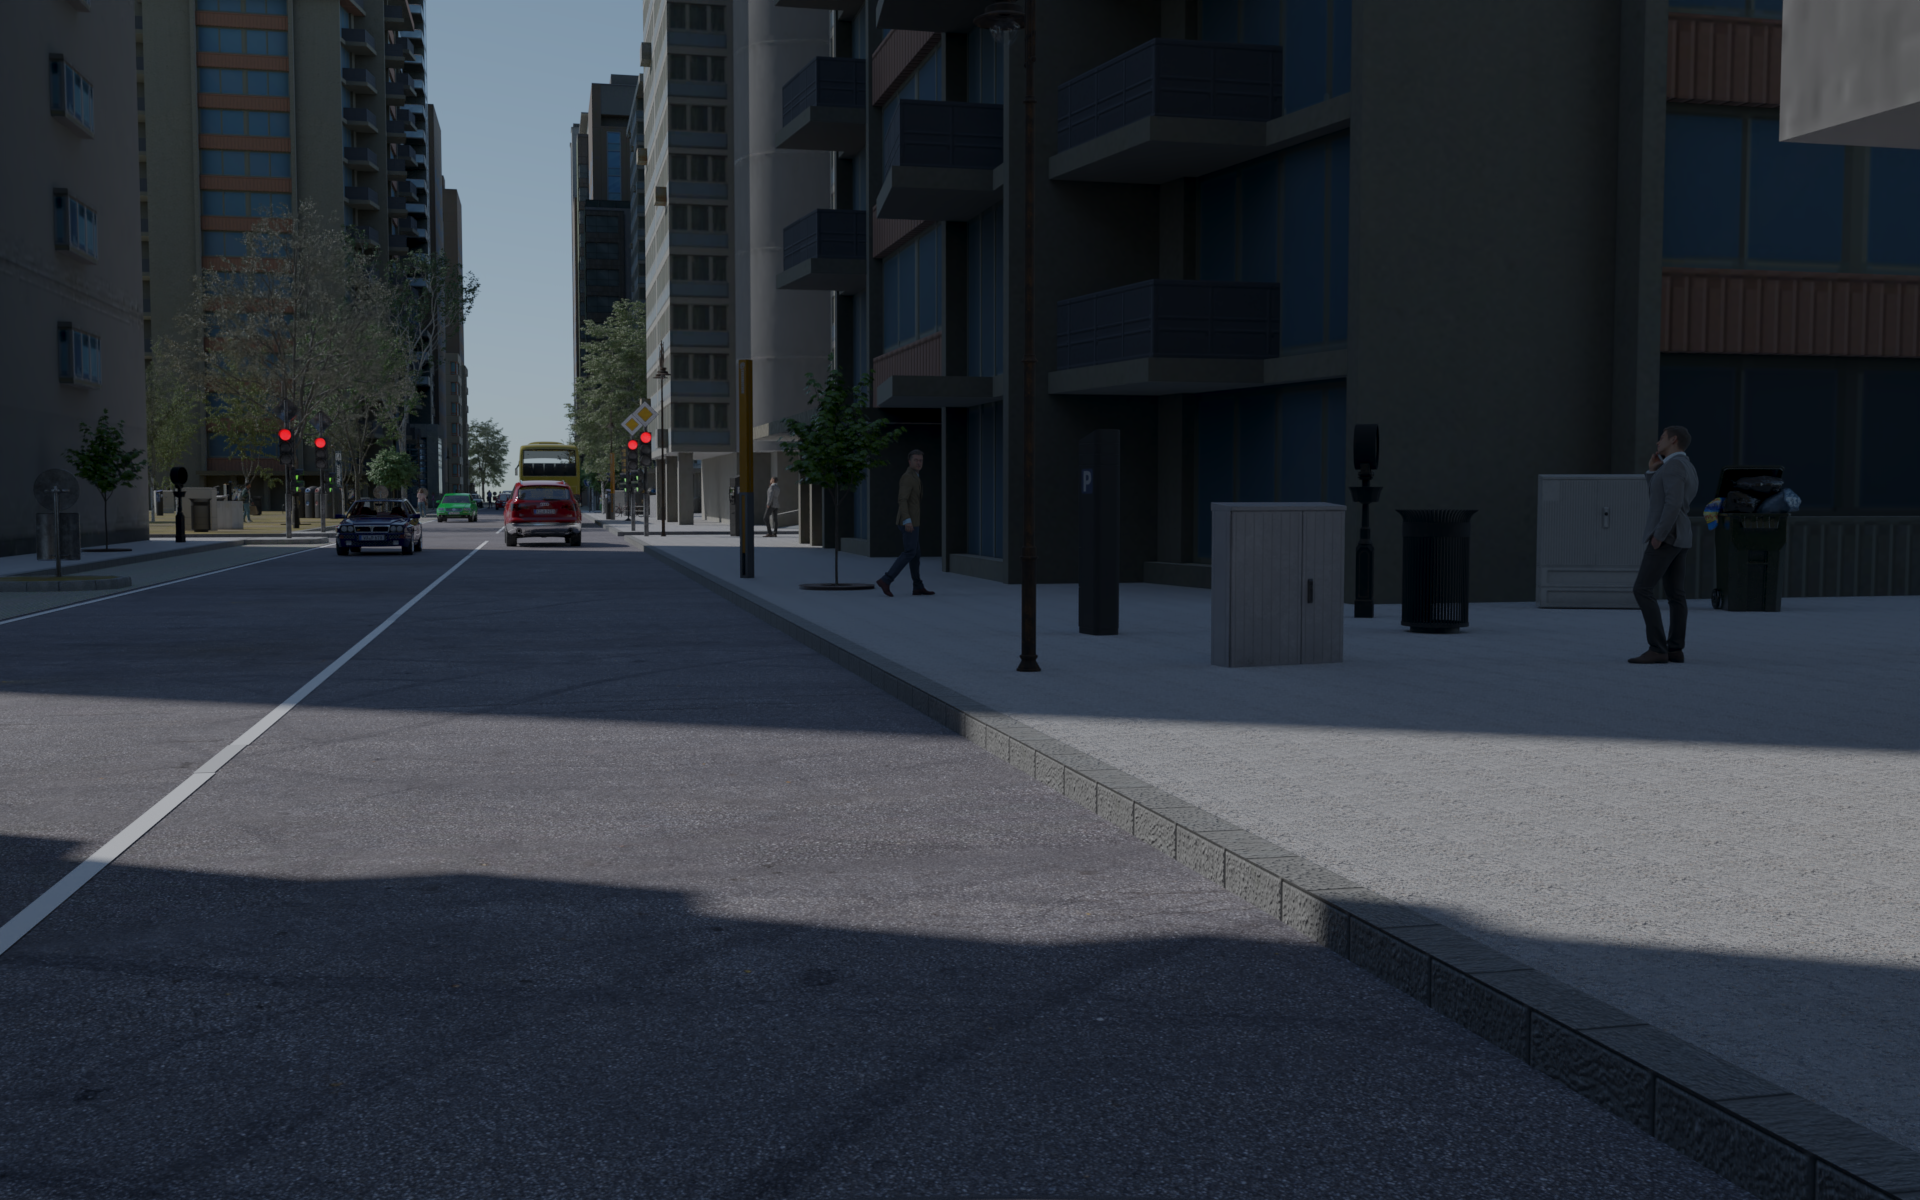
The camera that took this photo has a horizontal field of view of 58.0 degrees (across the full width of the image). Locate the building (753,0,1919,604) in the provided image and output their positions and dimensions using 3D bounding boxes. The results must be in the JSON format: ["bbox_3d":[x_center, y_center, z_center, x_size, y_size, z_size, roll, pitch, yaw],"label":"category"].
[{"bbox_3d":[8.102,-23.175,33.531,22.147,44.769,28.867,-1,4,-13],"label":"building"}]

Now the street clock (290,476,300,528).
[{"bbox_3d":[-24.790,-3.673,64.632,0.358,2.002,0.471,-3,4,-36],"label":"street clock"}]

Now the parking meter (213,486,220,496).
[{"bbox_3d":[-53.152,-7.225,123.835,0.255,1.863,0.399,3,4,38],"label":"parking meter"}]

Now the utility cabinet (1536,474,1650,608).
[{"bbox_3d":[7.073,-0.651,19.329,1.173,1.500,0.318,1,4,9],"label":"utility cabinet"}]

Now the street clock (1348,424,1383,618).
[{"bbox_3d":[4.201,-0.818,17.947,0.358,2.002,0.471,1,4,18],"label":"street clock"}]

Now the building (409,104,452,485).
[{"bbox_3d":[-65.162,-33.229,193.398,14.600,45.320,14.200,-1,4,-13],"label":"building"}]

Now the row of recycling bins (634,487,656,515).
[{"bbox_3d":[-18.656,-6.142,107.533,3.534,1.692,1.069,-2,4,-24],"label":"row of recycling bins"}]

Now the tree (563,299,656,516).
[{"bbox_3d":[-19.087,-11.175,100.843,7.486,12.596,7.792,0,3,0],"label":"tree"}]

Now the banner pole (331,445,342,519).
[{"bbox_3d":[-31.673,-5.992,87.987,0.863,3.779,0.401,2,4,27],"label":"banner pole"}]

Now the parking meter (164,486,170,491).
[{"bbox_3d":[-57.379,-7.321,125.409,0.399,1.863,0.255,2,4,33],"label":"parking meter"}]

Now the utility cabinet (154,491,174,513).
[{"bbox_3d":[-52.200,-6.416,113.583,0.318,1.500,1.173,3,5,43],"label":"utility cabinet"}]

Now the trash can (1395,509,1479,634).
[{"bbox_3d":[4.417,-0.271,16.084,0.748,1.137,0.748,0,3,0],"label":"trash can"}]

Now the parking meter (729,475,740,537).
[{"bbox_3d":[-6.767,-2.858,52.437,0.255,1.863,0.399,3,5,41],"label":"parking meter"}]

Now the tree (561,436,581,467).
[{"bbox_3d":[-47.641,-16.127,214.036,4.737,8.622,4.395,0,3,0],"label":"tree"}]

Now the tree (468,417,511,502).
[{"bbox_3d":[-78.816,-23.172,285.511,9.857,13.997,8.962,0,3,0],"label":"tree"}]

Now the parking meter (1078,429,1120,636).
[{"bbox_3d":[1.268,-0.619,15.837,0.255,1.863,0.399,-1,4,-22],"label":"parking meter"}]

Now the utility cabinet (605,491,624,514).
[{"bbox_3d":[-22.255,-6.302,111.709,1.173,1.500,0.318,0,4,1],"label":"utility cabinet"}]

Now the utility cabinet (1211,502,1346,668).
[{"bbox_3d":[2.406,-0.117,13.069,1.020,1.237,0.306,-2,4,-23],"label":"utility cabinet"}]

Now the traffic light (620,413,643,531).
[{"bbox_3d":[-11.390,-4.358,60.170,0.839,4.253,0.868,-1,4,-13],"label":"traffic light"}]

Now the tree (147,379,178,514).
[{"bbox_3d":[-49.439,-9.678,108.594,4.737,8.622,4.395,0,3,0],"label":"tree"}]

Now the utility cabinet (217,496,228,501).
[{"bbox_3d":[-28.758,-3.408,66.889,1.020,1.237,0.306,2,4,25],"label":"utility cabinet"}]

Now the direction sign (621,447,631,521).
[{"bbox_3d":[-15.865,-5.552,82.770,0.876,3.537,0.379,3,4,37],"label":"direction sign"}]

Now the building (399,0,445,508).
[{"bbox_3d":[-62.471,-52.402,169.437,22.319,86.520,31.000,-1,4,-13],"label":"building"}]

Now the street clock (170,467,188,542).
[{"bbox_3d":[-20.688,-2.529,45.917,0.358,2.002,0.471,1,4,9],"label":"street clock"}]

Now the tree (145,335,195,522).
[{"bbox_3d":[-37.430,-7.900,79.525,4.360,8.622,3.978,0,3,0],"label":"tree"}]

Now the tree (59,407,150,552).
[{"bbox_3d":[-18.951,-2.696,38.676,1.663,3.219,1.824,0,3,0],"label":"tree"}]

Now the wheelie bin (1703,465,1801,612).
[{"bbox_3d":[8.718,-0.680,19.024,0.980,1.594,0.693,0,4,8],"label":"wheelie bin"}]

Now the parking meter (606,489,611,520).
[{"bbox_3d":[-17.641,-4.816,87.154,0.372,1.533,0.369,0,3,0],"label":"parking meter"}]

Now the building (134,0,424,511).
[{"bbox_3d":[-56.247,-29.777,141.477,22.147,44.769,28.867,-1,4,-13],"label":"building"}]

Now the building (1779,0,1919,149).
[{"bbox_3d":[9.366,-19.418,1.081,14.154,41.232,14.086,-1,4,-13],"label":"building"}]

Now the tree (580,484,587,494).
[{"bbox_3d":[-40.282,-11.555,183.530,1.663,3.219,1.824,0,3,0],"label":"tree"}]

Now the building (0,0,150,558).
[{"bbox_3d":[-30.300,-25.093,33.979,21.600,48.544,21.300,-1,4,-13],"label":"building"}]

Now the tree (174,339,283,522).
[{"bbox_3d":[-33.147,-7.952,80.374,4.737,8.622,4.395,0,3,0],"label":"tree"}]

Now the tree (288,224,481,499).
[{"bbox_3d":[-40.828,-16.338,123.011,12.611,20.169,13.585,0,3,0],"label":"tree"}]

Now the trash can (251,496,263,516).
[{"bbox_3d":[-42.085,-5.622,103.579,0.748,1.137,0.748,0,3,0],"label":"trash can"}]

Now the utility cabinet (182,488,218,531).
[{"bbox_3d":[-26.146,-3.113,59.581,1.173,1.500,0.318,1,4,15],"label":"utility cabinet"}]

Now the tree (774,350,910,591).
[{"bbox_3d":[-1.739,-1.769,23.531,1.663,3.219,1.824,0,3,0],"label":"tree"}]

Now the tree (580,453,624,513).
[{"bbox_3d":[-28.463,-9.310,135.932,4.285,4.588,4.351,0,3,0],"label":"tree"}]

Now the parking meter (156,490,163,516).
[{"bbox_3d":[-47.234,-5.737,102.212,0.372,1.533,0.369,0,3,0],"label":"parking meter"}]

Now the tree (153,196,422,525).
[{"bbox_3d":[-27.575,-9.860,71.573,12.009,13.543,11.850,0,3,0],"label":"tree"}]

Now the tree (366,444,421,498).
[{"bbox_3d":[-36.864,-7.894,112.775,4.285,4.588,4.351,0,3,0],"label":"tree"}]

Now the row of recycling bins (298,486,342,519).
[{"bbox_3d":[-33.999,-5.172,91.682,3.534,1.692,1.069,2,4,33],"label":"row of recycling bins"}]

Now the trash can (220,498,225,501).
[{"bbox_3d":[-27.539,-3.204,64.039,0.748,1.137,0.748,0,3,0],"label":"trash can"}]

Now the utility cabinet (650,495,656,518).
[{"bbox_3d":[-16.369,-5.039,93.553,0.306,1.237,1.020,-3,5,-42],"label":"utility cabinet"}]

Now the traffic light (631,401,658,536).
[{"bbox_3d":[-9.528,-3.883,52.404,0.839,4.253,0.868,-1,4,-13],"label":"traffic light"}]

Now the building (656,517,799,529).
[{"bbox_3d":[-2.052,-23.647,78.508,23.993,40.220,32.217,-1,4,-13],"label":"building"}]

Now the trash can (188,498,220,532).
[{"bbox_3d":[-25.608,-2.860,58.411,0.748,1.137,0.748,0,3,0],"label":"trash can"}]

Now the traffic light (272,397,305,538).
[{"bbox_3d":[-19.406,-3.737,50.028,0.839,4.253,0.868,-1,4,-13],"label":"traffic light"}]

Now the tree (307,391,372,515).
[{"bbox_3d":[-38.065,-9.556,106.610,4.360,8.622,3.978,0,3,0],"label":"tree"}]

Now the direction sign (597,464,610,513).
[{"bbox_3d":[-23.607,-7.513,114.835,0.876,3.537,0.379,-1,4,-22],"label":"direction sign"}]

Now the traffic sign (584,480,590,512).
[{"bbox_3d":[-26.115,-7.461,122.085,0.768,2.556,0.104,0,4,-6],"label":"traffic sign"}]

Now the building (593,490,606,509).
[{"bbox_3d":[-16.883,-28.420,156.555,32.217,40.220,23.993,-1,4,-13],"label":"building"}]

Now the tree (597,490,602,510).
[{"bbox_3d":[-28.733,-8.860,139.454,1.663,3.219,1.824,0,3,0],"label":"tree"}]

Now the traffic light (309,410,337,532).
[{"bbox_3d":[-21.268,-4.212,57.794,0.839,4.253,0.868,-1,4,-13],"label":"traffic light"}]

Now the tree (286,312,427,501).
[{"bbox_3d":[-34.059,-10.522,97.791,9.928,11.665,9.643,0,3,0],"label":"tree"}]

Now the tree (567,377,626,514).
[{"bbox_3d":[-22.491,-9.694,108.867,4.360,8.622,3.978,0,3,0],"label":"tree"}]
